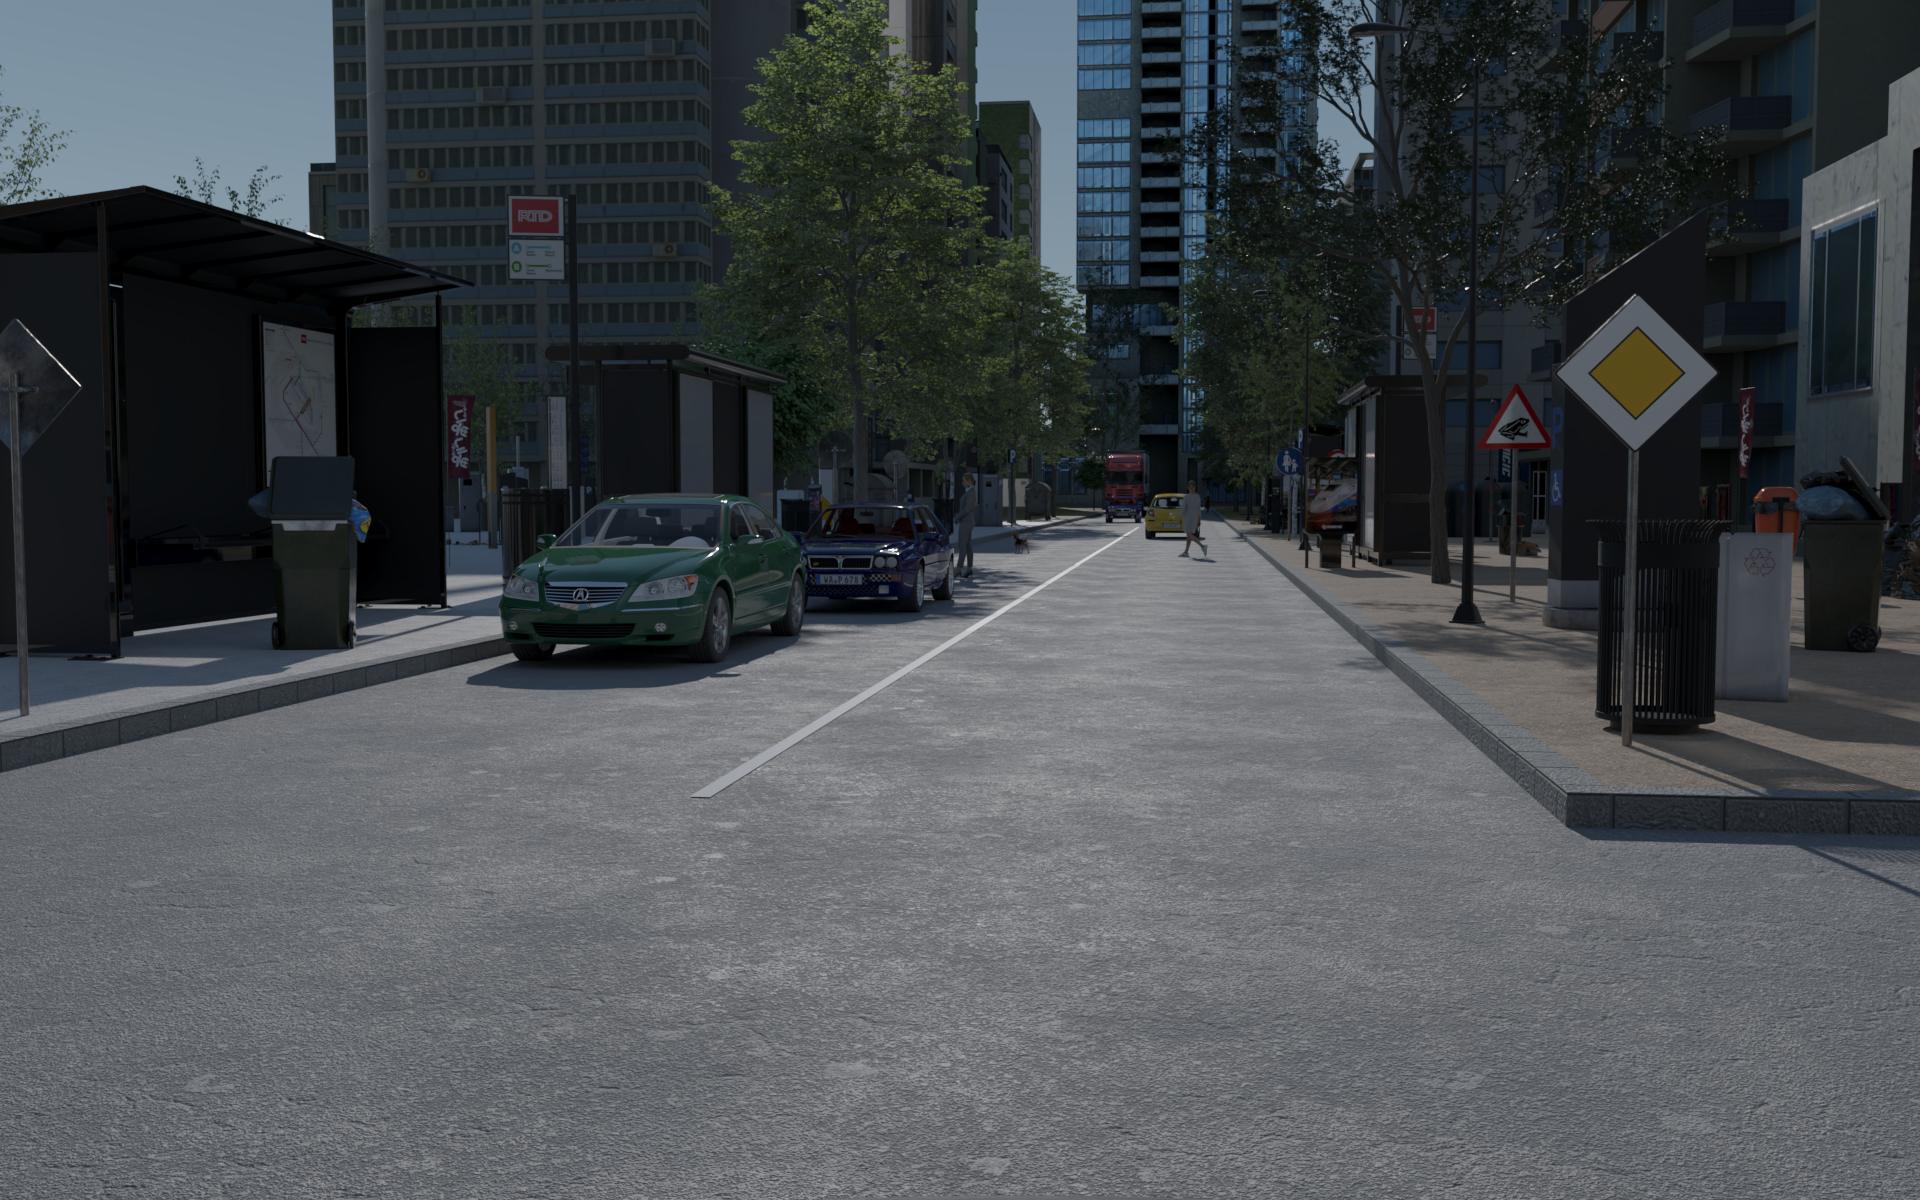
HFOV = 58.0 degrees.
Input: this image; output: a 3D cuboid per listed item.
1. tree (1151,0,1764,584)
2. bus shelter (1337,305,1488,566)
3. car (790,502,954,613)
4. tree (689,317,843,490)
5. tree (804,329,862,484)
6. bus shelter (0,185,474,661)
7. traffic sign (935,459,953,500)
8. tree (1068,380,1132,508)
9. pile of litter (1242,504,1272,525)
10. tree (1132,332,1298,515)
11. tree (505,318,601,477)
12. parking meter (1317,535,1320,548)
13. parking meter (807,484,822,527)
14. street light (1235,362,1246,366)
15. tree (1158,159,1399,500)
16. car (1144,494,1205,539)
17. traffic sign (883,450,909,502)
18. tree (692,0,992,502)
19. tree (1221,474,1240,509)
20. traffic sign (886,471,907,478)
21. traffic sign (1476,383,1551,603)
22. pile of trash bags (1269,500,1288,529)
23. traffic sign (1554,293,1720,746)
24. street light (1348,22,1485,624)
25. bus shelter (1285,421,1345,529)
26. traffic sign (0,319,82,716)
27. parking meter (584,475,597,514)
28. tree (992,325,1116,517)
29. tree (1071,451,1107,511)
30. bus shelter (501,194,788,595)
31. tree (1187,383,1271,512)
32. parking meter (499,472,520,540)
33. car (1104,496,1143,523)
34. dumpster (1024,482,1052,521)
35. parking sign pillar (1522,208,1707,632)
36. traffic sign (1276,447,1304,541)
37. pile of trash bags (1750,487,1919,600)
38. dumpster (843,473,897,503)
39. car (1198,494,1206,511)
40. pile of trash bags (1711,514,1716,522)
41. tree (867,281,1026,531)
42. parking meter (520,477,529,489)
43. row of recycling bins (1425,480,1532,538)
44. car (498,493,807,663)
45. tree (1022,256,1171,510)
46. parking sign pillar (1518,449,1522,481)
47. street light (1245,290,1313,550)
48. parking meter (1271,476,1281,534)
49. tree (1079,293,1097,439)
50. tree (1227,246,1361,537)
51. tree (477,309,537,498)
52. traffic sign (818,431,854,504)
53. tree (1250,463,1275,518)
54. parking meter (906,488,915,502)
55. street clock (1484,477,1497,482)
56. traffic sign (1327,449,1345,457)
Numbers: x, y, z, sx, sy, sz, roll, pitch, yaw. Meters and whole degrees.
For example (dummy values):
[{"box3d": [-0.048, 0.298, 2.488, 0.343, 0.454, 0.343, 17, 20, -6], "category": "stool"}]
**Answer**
[{"box3d": [6.984, -5.536, 24.923, 8.767, 10.594, 7.601, 0, 4, 7], "category": "tree"}, {"box3d": [8.769, -3.488, 34.654, 2.179, 5.291, 8.768, 0, 4, 8], "category": "bus shelter"}, {"box3d": [-1.142, -0.593, 22.272, 1.945, 1.354, 3.894, 1, 4, 8], "category": "car"}, {"box3d": [-3.873, -2.961, 32.129, 4.285, 4.588, 4.351, 0, 3, 0], "category": "tree"}, {"box3d": [-6.245, -7.689, 76.084, 4.737, 8.622, 4.395, 0, 3, 0], "category": "tree"}, {"box3d": [-6.646, -1.536, 16.402, 1.731, 3.624, 6.357, 0, 4, 8], "category": "bus shelter"}, {"box3d": [-0.555, -3.841, 62.904, 0.768, 2.556, 0.104, 1, 4, 13], "category": "traffic sign"}, {"box3d": [13.151, -14.107, 156.410, 9.928, 11.665, 9.643, 0, 3, 0], "category": "tree"}, {"box3d": [12.704, -3.609, 72.978, 1.719, 0.858, 1.176, 0, 4, 7], "category": "pile of litter"}, {"box3d": [17.448, -10.963, 105.005, 9.928, 11.665, 9.643, 0, 3, 0], "category": "tree"}, {"box3d": [-16.063, -7.512, 73.182, 4.360, 8.622, 3.978, 0, 3, 0], "category": "tree"}, {"box3d": [8.714, -2.170, 41.186, 0.399, 1.863, 0.255, 2, 4, 27], "category": "parking meter"}, {"box3d": [-3.596, -2.105, 42.822, 0.372, 1.533, 0.369, 0, 3, 0], "category": "parking meter"}, {"box3d": [10.345, -5.420, 61.164, 1.470, 5.913, 1.316, 0, 4, 8], "category": "street light"}, {"box3d": [12.597, -9.862, 67.896, 9.857, 13.997, 8.962, 0, 3, 0], "category": "tree"}, {"box3d": [6.987, -2.841, 56.682, 2.015, 1.641, 3.980, 1, 4, 9], "category": "car"}, {"box3d": [-1.861, -3.051, 49.986, 0.768, 2.556, 0.104, 1, 4, 15], "category": "traffic sign"}, {"box3d": [-2.689, -7.469, 40.246, 7.486, 12.596, 7.792, 0, 3, 0], "category": "tree"}, {"box3d": [23.135, -9.434, 148.849, 1.663, 3.219, 1.824, 0, 3, 0], "category": "tree"}, {"box3d": [-2.073, -3.421, 56.033, 0.768, 2.556, 0.104, 1, 4, 11], "category": "traffic sign"}, {"box3d": [6.536, -1.248, 20.415, 0.884, 2.594, 0.081, 1, 4, 14], "category": "traffic sign"}, {"box3d": [12.551, -3.330, 64.198, 1.912, 1.369, 3.447, 1, 4, 20], "category": "pile of trash bags"}, {"box3d": [3.398, -0.314, 8.770, 0.795, 2.450, 0.064, 0, 4, 8], "category": "traffic sign"}, {"box3d": [4.520, -2.730, 17.171, 1.470, 5.913, 1.316, 0, 4, 8], "category": "street light"}, {"box3d": [11.981, -4.111, 58.496, 1.731, 3.624, 6.357, 0, 4, 8], "category": "bus shelter"}, {"box3d": [-5.415, -0.387, 9.969, 0.795, 2.450, 0.064, 0, 4, 8], "category": "traffic sign"}, {"box3d": [-11.068, -2.838, 52.114, 0.399, 1.863, 0.255, 2, 4, 24], "category": "parking meter"}, {"box3d": [4.911, -9.858, 95.585, 7.601, 10.594, 8.767, -3, 4, -38], "category": "tree"}, {"box3d": [10.009, -8.849, 128.398, 4.285, 4.588, 4.351, 0, 3, 0], "category": "tree"}, {"box3d": [-4.632, -2.948, 25.833, 2.179, 5.291, 8.768, 0, 4, 8], "category": "bus shelter"}, {"box3d": [19.967, -12.515, 122.747, 7.486, 12.596, 7.792, 0, 3, 0], "category": "tree"}, {"box3d": [-12.173, -2.503, 46.630, 0.399, 1.863, 0.255, 1, 4, 20], "category": "parking meter"}, {"box3d": [8.262, -4.576, 87.400, 1.945, 1.354, 3.894, 0, 4, 8], "category": "car"}, {"box3d": [3.767, -4.788, 84.046, 1.264, 1.857, 1.865, 0, 4, 8], "category": "dumpster"}, {"box3d": [6.391, -1.723, 16.640, 1.447, 3.967, 1.447, 0, 4, 1], "category": "parking sign pillar"}, {"box3d": [8.987, -2.881, 47.204, 0.768, 2.556, 0.104, 0, 4, 8], "category": "traffic sign"}, {"box3d": [11.751, -0.728, 21.658, 3.447, 1.369, 1.912, 1, 4, 15], "category": "pile of trash bags"}, {"box3d": [-2.538, -2.615, 48.509, 1.264, 1.857, 1.865, 0, 4, 8], "category": "dumpster"}, {"box3d": [19.799, -8.223, 146.452, 2.014, 1.417, 4.499, 0, 4, 8], "category": "car"}, {"box3d": [14.188, -1.496, 34.219, 1.912, 1.369, 3.447, 2, 4, 32], "category": "pile of trash bags"}, {"box3d": [-0.103, -6.678, 59.553, 4.737, 8.622, 4.395, 0, 3, 0], "category": "tree"}, {"box3d": [-14.651, -3.200, 58.025, 0.399, 1.863, 0.255, -2, 4, -32], "category": "parking meter"}, {"box3d": [15.240, -2.712, 51.449, 3.534, 1.692, 1.069, -1, 4, -11], "category": "row of recycling bins"}, {"box3d": [-2.720, -0.274, 16.286, 2.131, 1.459, 4.920, 0, 4, 8], "category": "car"}, {"box3d": [10.849, -17.411, 140.555, 12.611, 20.169, 13.585, 0, 3, 0], "category": "tree"}, {"box3d": [26.143, -5.535, 78.976, 1.447, 3.967, 1.447, 0, 4, 4], "category": "parking sign pillar"}, {"box3d": [7.368, -4.099, 39.555, 1.470, 5.913, 1.316, 0, 4, 8], "category": "street light"}, {"box3d": [10.265, -3.092, 56.266, 0.255, 1.863, 0.399, 1, 4, 14], "category": "parking meter"}, {"box3d": [2.584, -9.704, 76.794, 7.486, 12.596, 7.792, 0, 3, 0], "category": "tree"}, {"box3d": [10.105, -6.232, 52.262, 4.737, 8.622, 4.395, 0, 3, 0], "category": "tree"}, {"box3d": [-18.369, -7.120, 66.778, 4.737, 8.622, 4.395, 0, 3, 0], "category": "tree"}, {"box3d": [-2.501, -2.120, 34.766, 0.768, 2.556, 0.104, 1, 4, 13], "category": "traffic sign"}, {"box3d": [16.267, -5.984, 92.437, 1.663, 3.219, 1.824, 0, 3, 0], "category": "tree"}, {"box3d": [-2.144, -4.077, 75.064, 0.372, 1.533, 0.369, 0, 3, 0], "category": "parking meter"}, {"box3d": [21.871, -4.094, 71.503, 0.471, 2.002, 0.358, 2, 4, 31], "category": "street clock"}, {"box3d": [10.829, -3.027, 49.601, 0.768, 2.556, 0.104, 1, 4, 15], "category": "traffic sign"}]
